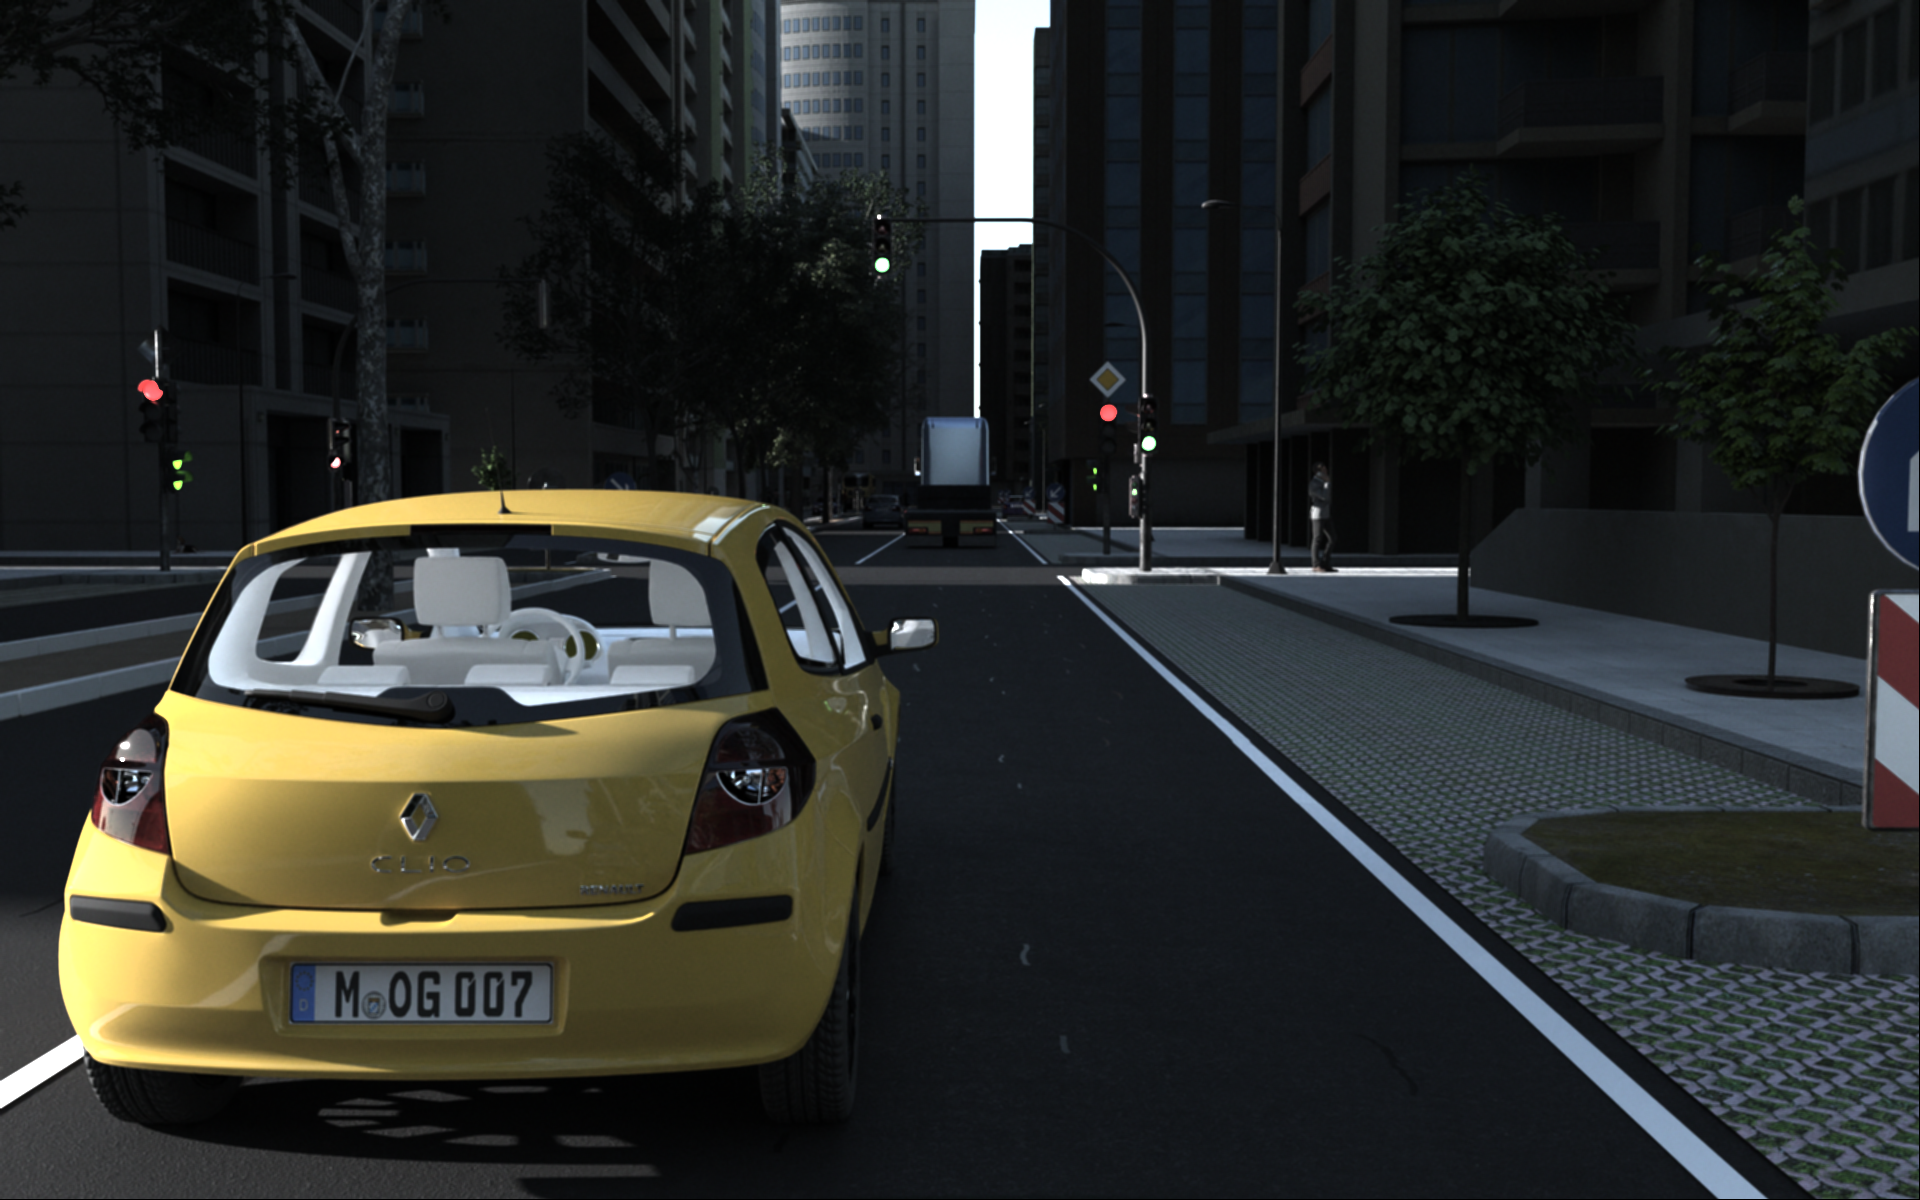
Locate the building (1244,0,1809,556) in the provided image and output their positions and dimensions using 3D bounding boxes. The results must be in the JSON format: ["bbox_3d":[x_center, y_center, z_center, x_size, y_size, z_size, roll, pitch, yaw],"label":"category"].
[{"bbox_3d":[21.424,-23.830,44.242,28.867,44.769,22.147,0,4,0],"label":"building"}]

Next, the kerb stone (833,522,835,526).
[{"bbox_3d":[-5.772,-3.339,76.783,0.120,0.150,1.000,0,4,0],"label":"kerb stone"}]

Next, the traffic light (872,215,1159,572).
[{"bbox_3d":[0.958,-3.293,28.509,4.771,5.953,1.251,0,4,0],"label":"traffic light"}]

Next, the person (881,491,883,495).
[{"bbox_3d":[-8.318,-10.755,185.255,0.530,1.710,0.541,1,4,23],"label":"person"}]

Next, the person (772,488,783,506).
[{"bbox_3d":[-14.944,-8.244,141.547,1.217,1.736,0.721,3,5,40],"label":"person"}]

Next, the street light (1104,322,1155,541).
[{"bbox_3d":[4.595,-4.551,46.954,1.470,5.913,1.316,0,4,0],"label":"street light"}]

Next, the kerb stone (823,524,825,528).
[{"bbox_3d":[-5.794,-3.024,71.666,0.120,0.150,1.000,0,4,0],"label":"kerb stone"}]

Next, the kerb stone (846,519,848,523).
[{"bbox_3d":[-5.718,-3.841,84.989,0.120,0.150,1.000,0,4,0],"label":"kerb stone"}]

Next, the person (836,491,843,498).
[{"bbox_3d":[-12.690,-10.467,180.149,1.217,1.766,0.721,0,4,7],"label":"person"}]

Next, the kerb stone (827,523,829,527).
[{"bbox_3d":[-5.786,-3.146,73.711,0.120,0.150,1.000,0,4,0],"label":"kerb stone"}]

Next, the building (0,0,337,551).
[{"bbox_3d":[-26.022,-37.246,47.217,20.563,71.187,20.611,0,4,0],"label":"building"}]

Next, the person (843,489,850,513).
[{"bbox_3d":[-8.726,-7.570,132.206,0.705,1.831,1.348,-2,4,-24],"label":"person"}]

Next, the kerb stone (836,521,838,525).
[{"bbox_3d":[-5.758,-3.465,78.841,0.120,0.150,1.000,0,4,0],"label":"kerb stone"}]

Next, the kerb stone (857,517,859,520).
[{"bbox_3d":[-5.689,-4.341,93.213,0.120,0.150,1.000,0,4,0],"label":"kerb stone"}]

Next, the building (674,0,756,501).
[{"bbox_3d":[-22.011,-26.637,119.107,14.154,41.232,14.086,0,4,0],"label":"building"}]

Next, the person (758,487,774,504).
[{"bbox_3d":[-14.854,-7.794,133.111,1.348,1.869,0.705,1,4,23],"label":"person"}]

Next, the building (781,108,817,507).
[{"bbox_3d":[-26.665,-29.324,171.333,23.993,40.220,32.217,0,4,0],"label":"building"}]

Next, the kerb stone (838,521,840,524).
[{"bbox_3d":[-5.749,-3.527,79.863,0.120,0.150,1.000,0,4,0],"label":"kerb stone"}]

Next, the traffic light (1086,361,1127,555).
[{"bbox_3d":[3.093,-2.918,36.624,0.839,4.253,0.868,0,4,0],"label":"traffic light"}]

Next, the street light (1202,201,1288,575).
[{"bbox_3d":[4.535,-3.366,27.583,1.470,5.913,1.316,0,4,0],"label":"street light"}]

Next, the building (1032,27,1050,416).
[{"bbox_3d":[13.454,-28.880,155.787,14.154,41.232,14.086,0,4,0],"label":"building"}]

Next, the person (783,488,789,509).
[{"bbox_3d":[-14.449,-8.477,144.640,0.705,1.824,1.348,1,4,11],"label":"person"}]

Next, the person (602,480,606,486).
[{"bbox_3d":[-8.651,-2.054,42.303,0.641,1.798,0.478,1,4,18],"label":"person"}]

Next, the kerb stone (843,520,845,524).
[{"bbox_3d":[-5.738,-3.715,82.941,0.120,0.150,1.000,0,4,0],"label":"kerb stone"}]

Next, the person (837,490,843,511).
[{"bbox_3d":[-9.865,-8.191,142.554,0.705,1.807,1.348,2,4,28],"label":"person"}]

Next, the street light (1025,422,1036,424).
[{"bbox_3d":[4.887,-8.515,111.763,1.470,5.913,1.316,0,4,0],"label":"street light"}]

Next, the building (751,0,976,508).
[{"bbox_3d":[-12.299,-40.505,204.261,28.212,58.520,21.231,0,4,0],"label":"building"}]

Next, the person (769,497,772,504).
[{"bbox_3d":[-15.063,-7.672,134.661,0.799,1.438,0.628,-1,4,-13],"label":"person"}]

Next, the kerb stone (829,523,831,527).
[{"bbox_3d":[-5.772,-3.214,74.739,0.120,0.150,1.000,0,4,0],"label":"kerb stone"}]

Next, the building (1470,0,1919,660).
[{"bbox_3d":[23.127,-19.808,15.744,32.217,40.220,23.993,0,4,0],"label":"building"}]

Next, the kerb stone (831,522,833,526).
[{"bbox_3d":[-5.779,-3.276,75.761,0.120,0.150,1.000,0,4,0],"label":"kerb stone"}]

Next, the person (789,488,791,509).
[{"bbox_3d":[-14.829,-8.941,152.205,0.705,1.826,1.348,2,4,30],"label":"person"}]

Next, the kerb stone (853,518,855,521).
[{"bbox_3d":[-5.691,-4.154,90.118,0.120,0.150,1.000,0,4,0],"label":"kerb stone"}]

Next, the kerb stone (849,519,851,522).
[{"bbox_3d":[-5.712,-3.962,87.040,0.120,0.150,1.000,0,4,0],"label":"kerb stone"}]

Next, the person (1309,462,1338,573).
[{"bbox_3d":[5.960,-1.356,28.398,0.592,1.802,0.473,-3,5,-44],"label":"person"}]

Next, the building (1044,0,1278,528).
[{"bbox_3d":[10.996,-25.845,72.673,14.600,45.320,14.200,0,4,0],"label":"building"}]

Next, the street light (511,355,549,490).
[{"bbox_3d":[-14.431,-5.228,58.024,1.470,5.913,1.316,0,4,0],"label":"street light"}]

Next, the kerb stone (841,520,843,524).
[{"bbox_3d":[-5.738,-3.650,81.915,0.120,0.150,1.000,0,4,0],"label":"kerb stone"}]

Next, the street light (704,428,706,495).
[{"bbox_3d":[-14.345,-7.867,101.171,1.470,5.913,1.316,0,4,0],"label":"street light"}]

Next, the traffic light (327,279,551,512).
[{"bbox_3d":[-11.076,-3.795,36.718,4.771,5.953,1.251,0,4,0],"label":"traffic light"}]

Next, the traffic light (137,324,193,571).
[{"bbox_3d":[-13.210,-2.434,28.709,0.839,4.253,0.868,0,4,0],"label":"traffic light"}]

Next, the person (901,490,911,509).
[{"bbox_3d":[-5.070,-9.354,161.462,1.348,1.821,0.705,3,5,40],"label":"person"}]

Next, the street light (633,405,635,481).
[{"bbox_3d":[-14.421,-6.541,79.482,1.470,5.913,1.316,0,4,0],"label":"street light"}]

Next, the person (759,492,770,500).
[{"bbox_3d":[-14.485,-7.455,128.457,0.617,1.759,0.750,1,4,15],"label":"person"}]

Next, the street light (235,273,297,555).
[{"bbox_3d":[-14.647,-3.918,36.593,1.470,5.913,1.316,0,4,0],"label":"street light"}]

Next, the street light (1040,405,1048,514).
[{"bbox_3d":[4.838,-7.190,90.098,1.470,5.913,1.316,0,4,0],"label":"street light"}]

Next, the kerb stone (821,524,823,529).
[{"bbox_3d":[-5.794,-2.963,70.644,0.120,0.150,1.000,0,4,0],"label":"kerb stone"}]

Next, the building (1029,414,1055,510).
[{"bbox_3d":[17.090,-50.105,131.884,22.319,86.520,31.000,0,4,0],"label":"building"}]

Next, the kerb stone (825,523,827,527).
[{"bbox_3d":[-5.788,-3.088,72.688,0.120,0.150,1.000,0,4,0],"label":"kerb stone"}]

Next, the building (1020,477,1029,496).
[{"bbox_3d":[22.397,-29.576,175.451,32.217,40.220,23.993,0,4,0],"label":"building"}]

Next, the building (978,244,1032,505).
[{"bbox_3d":[9.184,-26.360,202.687,14.107,30.474,14.160,0,4,0],"label":"building"}]

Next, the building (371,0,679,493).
[{"bbox_3d":[-25.133,-27.722,76.955,21.300,48.544,21.600,0,4,0],"label":"building"}]
